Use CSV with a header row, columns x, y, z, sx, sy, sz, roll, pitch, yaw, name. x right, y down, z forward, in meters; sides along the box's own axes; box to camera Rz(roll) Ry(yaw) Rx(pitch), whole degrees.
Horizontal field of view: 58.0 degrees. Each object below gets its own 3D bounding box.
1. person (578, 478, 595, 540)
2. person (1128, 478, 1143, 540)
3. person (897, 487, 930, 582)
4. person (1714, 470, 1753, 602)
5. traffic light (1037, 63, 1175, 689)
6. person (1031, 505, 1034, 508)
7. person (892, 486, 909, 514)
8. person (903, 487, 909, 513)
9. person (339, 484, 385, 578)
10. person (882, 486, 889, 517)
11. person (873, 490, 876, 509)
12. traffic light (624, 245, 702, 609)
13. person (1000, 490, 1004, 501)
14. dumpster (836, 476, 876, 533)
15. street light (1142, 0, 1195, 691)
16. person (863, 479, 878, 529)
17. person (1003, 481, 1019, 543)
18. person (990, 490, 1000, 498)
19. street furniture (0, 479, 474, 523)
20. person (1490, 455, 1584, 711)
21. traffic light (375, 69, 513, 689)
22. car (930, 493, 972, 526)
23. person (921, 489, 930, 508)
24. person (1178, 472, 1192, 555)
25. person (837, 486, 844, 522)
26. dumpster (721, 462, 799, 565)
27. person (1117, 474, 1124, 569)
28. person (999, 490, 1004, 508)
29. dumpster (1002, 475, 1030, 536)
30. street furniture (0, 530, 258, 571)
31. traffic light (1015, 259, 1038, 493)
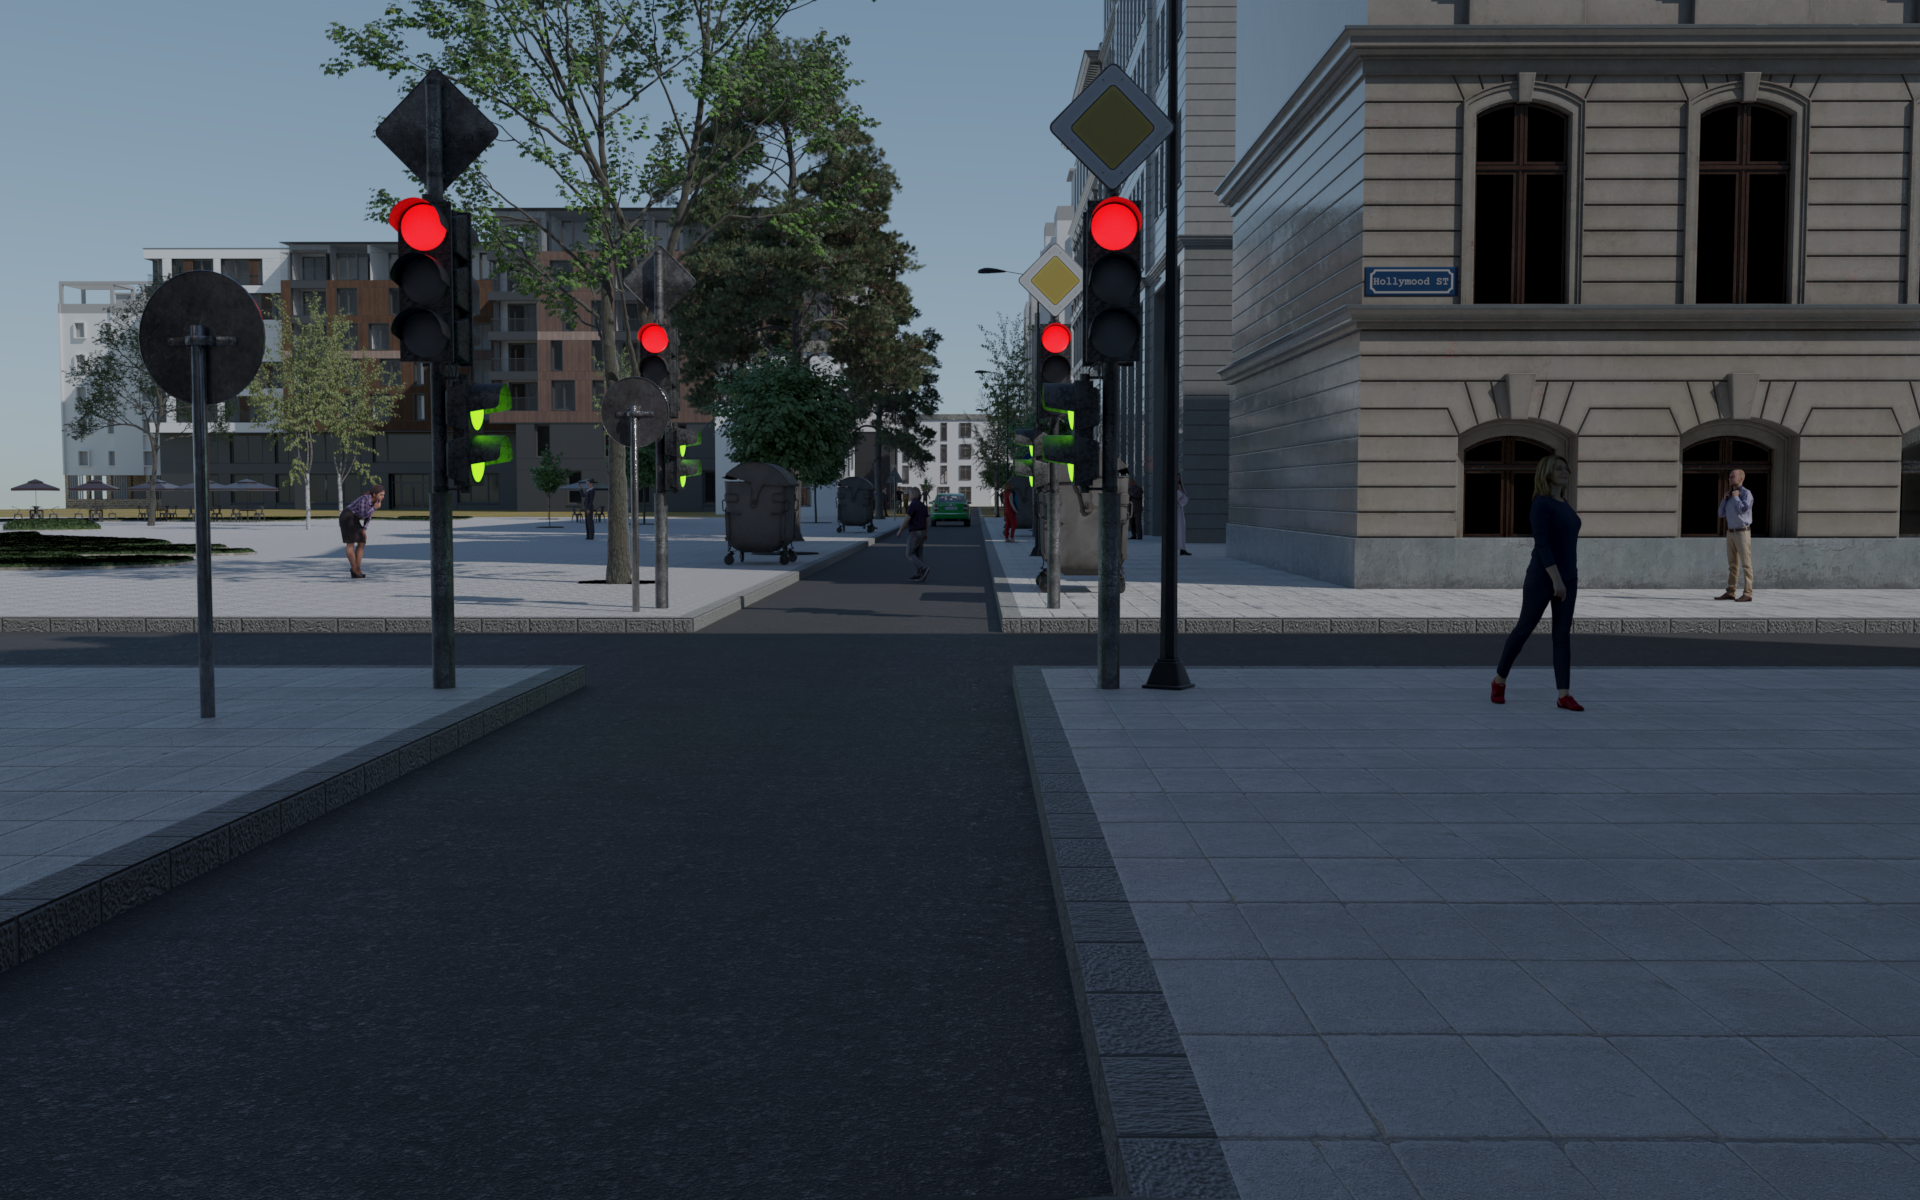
x,y,z,sx,sy,sz,roll,pitch,yaw,name
-10.526,-2.559,48.682,0.742,1.727,0.445,2,4,29,person
4.886,-2.570,48.746,0.565,1.739,0.600,1,4,20,person
-0.727,-1.082,28.407,0.569,1.553,0.471,-1,4,-21,person
9.300,-0.773,20.748,0.319,1.574,0.516,0,4,-5,person
0.963,-1.351,11.327,0.839,4.213,0.868,0,4,0,traffic light
2.472,-2.610,50.670,0.435,1.587,0.963,2,4,28,person
-3.888,-6.458,111.650,1.348,1.822,0.705,-3,4,-38,person
-3.649,-6.599,114.671,0.721,1.736,1.217,0,4,-7,person
-9.076,-1.043,26.337,0.697,1.427,0.421,0,4,5,person
-4.287,-5.516,97.034,0.445,1.727,0.742,2,4,25,person
-5.576,-6.430,111.960,1.217,1.735,0.721,2,4,31,person
-3.329,-1.840,19.333,0.839,4.213,0.868,0,4,0,traffic light
2.716,-5.750,100.154,0.705,1.812,1.348,-3,5,-40,person
-3.478,-3.171,57.604,1.264,1.857,1.865,0,4,1,dumpster
0.841,-2.371,11.313,1.470,5.913,1.316,0,4,0,street light
-3.292,-3.527,63.576,0.709,1.838,0.599,2,4,26,person
1.360,-2.329,45.830,0.444,1.614,0.593,0,4,4,person
3.248,-9.232,156.984,0.705,1.824,1.348,3,5,43,person
-37.958,-4.791,83.359,27.439,1.986,14.083,-1,4,-12,street furniture
3.480,-0.112,10.422,0.613,1.512,0.480,2,4,33,person
-3.398,-1.352,11.348,0.839,4.213,0.868,0,4,0,traffic light
-0.435,-4.228,77.925,1.959,1.807,4.718,0,4,-1,car
-3.127,-9.188,156.822,0.990,1.755,0.434,-1,4,-14,person
4.500,-1.802,36.179,0.621,1.740,0.551,3,4,38,person
-5.485,-4.459,80.409,0.415,1.643,0.593,2,4,33,person
-3.672,-1.598,31.883,1.264,1.857,1.865,0,4,1,dumpster
2.580,-1.396,29.570,0.504,1.737,0.576,3,5,41,person
3.798,-9.512,162.096,0.750,1.759,0.617,-2,4,-32,person
1.918,-2.874,52.755,1.264,1.857,1.865,0,4,0,dumpster
-23.197,-2.225,41.414,14.083,1.986,27.439,-1,4,-12,street furniture
1.032,-1.839,19.311,0.839,4.213,0.868,0,4,0,traffic light
